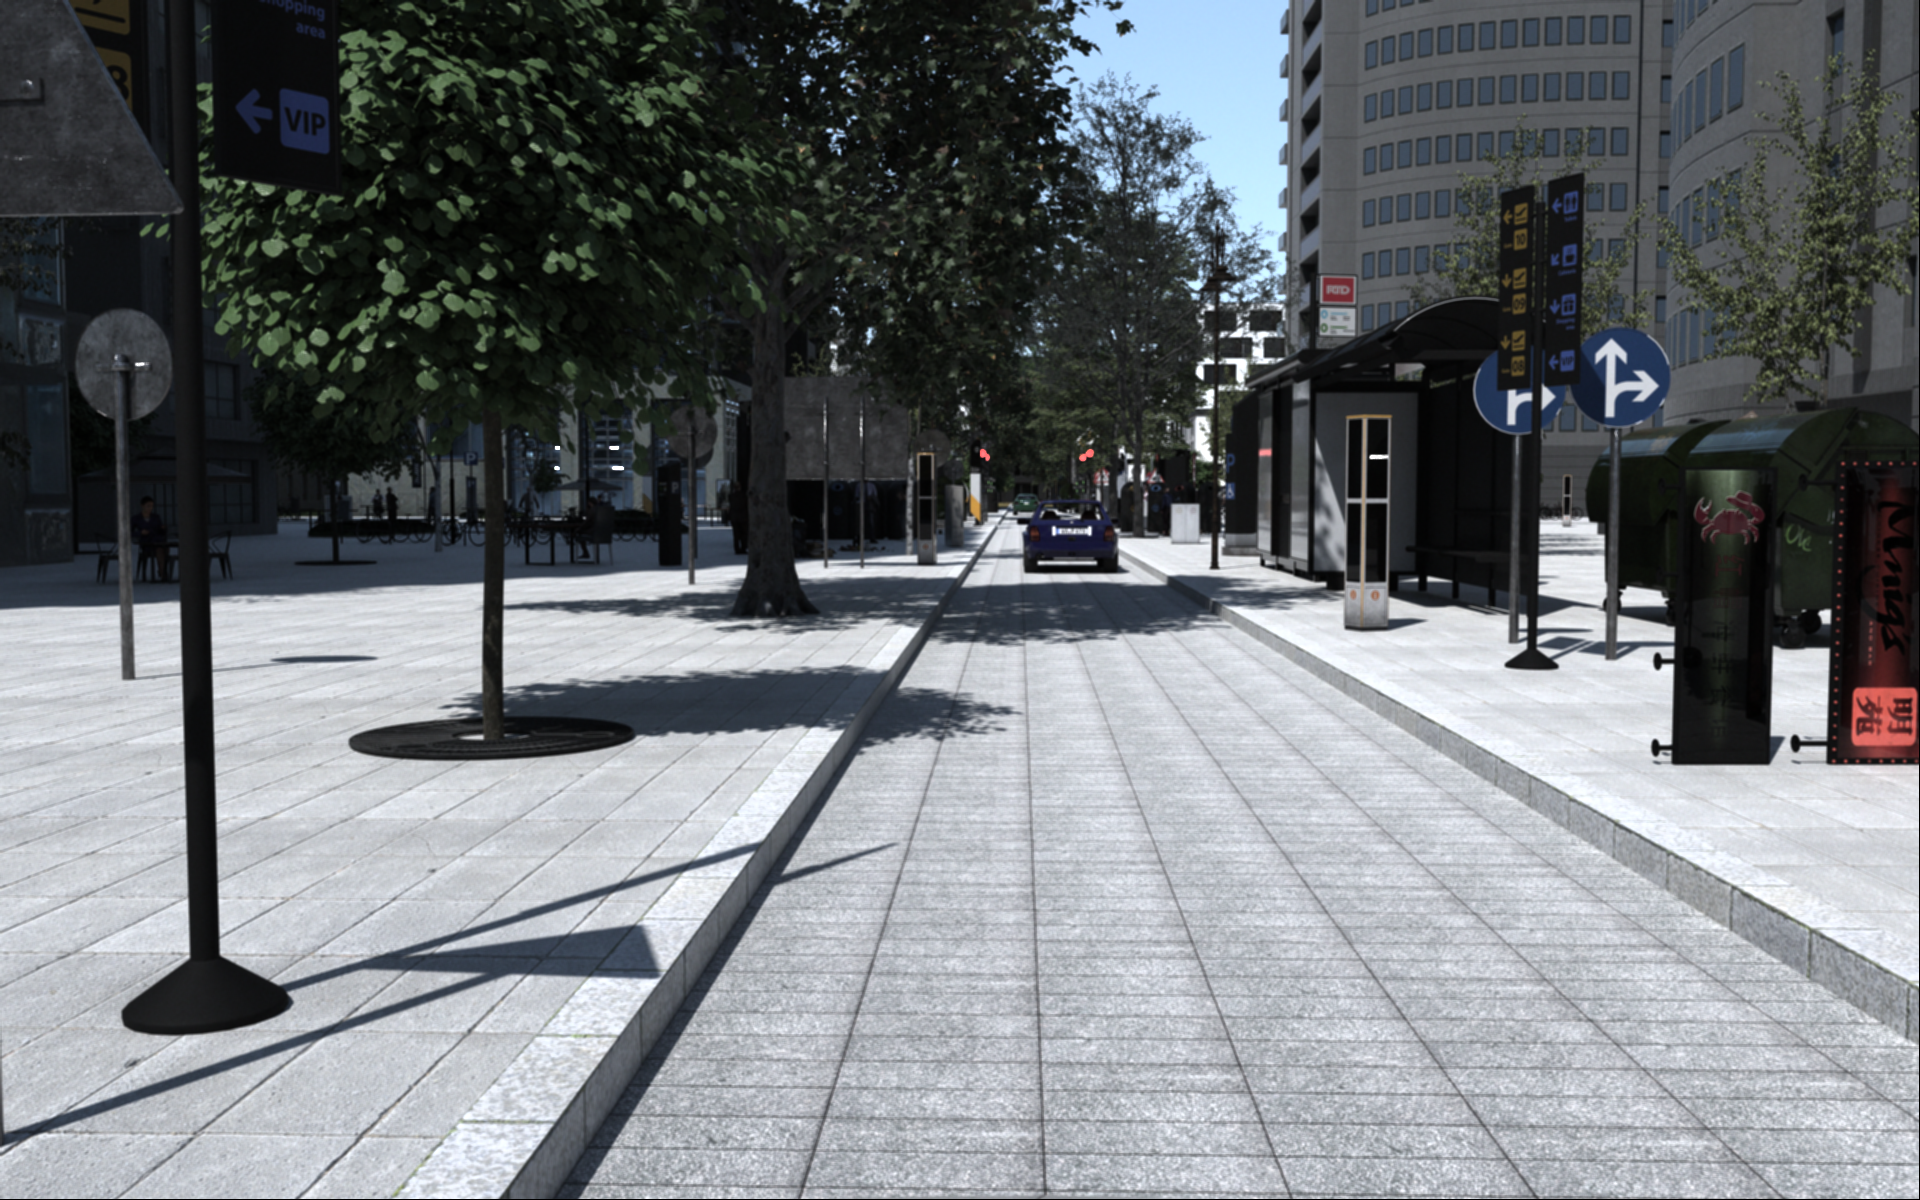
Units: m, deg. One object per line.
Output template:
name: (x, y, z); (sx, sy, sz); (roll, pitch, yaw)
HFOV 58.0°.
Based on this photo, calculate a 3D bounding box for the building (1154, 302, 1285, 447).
building: (38.065, -21.807, 200.526); (27.936, 21.610, 32.646); (0, 4, 2)

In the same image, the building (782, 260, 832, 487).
building: (-18.471, -22.803, 144.532); (14.160, 30.474, 14.107); (0, 4, 2)

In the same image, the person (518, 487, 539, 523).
person: (-19.475, -4.234, 78.272); (0.990, 1.755, 0.434); (1, 4, 11)

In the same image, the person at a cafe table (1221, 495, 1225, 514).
person at a cafe table: (16.905, -6.000, 108.967); (1.726, 1.238, 1.698); (0, 4, -1)

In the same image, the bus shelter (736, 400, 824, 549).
bus shelter: (-4.299, -3.212, 43.794); (1.731, 3.624, 6.357); (0, 4, 2)

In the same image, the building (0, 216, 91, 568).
building: (-26.608, -24.395, 18.463); (23.786, 49.044, 30.456); (0, 4, 2)

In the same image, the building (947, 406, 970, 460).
building: (-0.523, -24.787, 261.689); (11.380, 20.091, 16.016); (0, 4, 2)

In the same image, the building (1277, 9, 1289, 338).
building: (36.678, -31.365, 132.429); (23.786, 49.044, 30.456); (0, 4, 2)

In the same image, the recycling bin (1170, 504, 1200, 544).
recycling bin: (5.808, -1.966, 44.693); (0.722, 1.027, 0.722); (0, 4, 4)

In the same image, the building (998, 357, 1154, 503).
building: (21.702, -25.864, 266.851); (32.646, 21.610, 27.936); (0, 4, 2)

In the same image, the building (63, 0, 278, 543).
building: (-27.933, -22.487, 51.252); (14.086, 41.232, 14.154); (0, 4, 2)

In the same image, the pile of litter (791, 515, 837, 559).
pile of litter: (-3.072, -1.299, 35.211); (1.176, 0.858, 1.719); (1, 4, 13)

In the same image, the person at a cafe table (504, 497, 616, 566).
person at a cafe table: (-6.999, -1.262, 31.492); (1.726, 1.238, 1.698); (3, 4, 38)

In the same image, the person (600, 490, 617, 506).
person: (-16.719, -4.607, 82.085); (0.841, 1.734, 0.376); (1, 4, 14)

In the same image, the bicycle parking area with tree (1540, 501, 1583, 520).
bicycle parking area with tree: (27.333, -6.249, 89.179); (9.016, 4.147, 8.231); (1, 4, 20)

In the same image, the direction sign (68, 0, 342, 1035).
direction sign: (-1.867, -0.745, 4.182); (0.379, 3.537, 0.876); (2, 4, 33)

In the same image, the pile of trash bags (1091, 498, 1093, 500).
pile of trash bags: (10.456, -7.023, 124.571); (1.912, 1.369, 3.447); (-2, 4, -35)

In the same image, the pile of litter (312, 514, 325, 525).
pile of litter: (-26.112, -3.559, 72.157); (1.719, 0.858, 1.176); (-1, 4, -13)

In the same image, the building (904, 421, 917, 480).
building: (-22.325, -25.947, 268.212); (32.646, 21.610, 27.936); (0, 4, 2)

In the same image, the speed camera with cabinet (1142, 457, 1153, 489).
speed camera with cabinet: (9.690, -6.042, 93.126); (0.660, 3.252, 2.038); (-3, 5, -39)

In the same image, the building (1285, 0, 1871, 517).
building: (35.289, -34.399, 104.424); (28.212, 58.520, 21.231); (0, 4, 2)

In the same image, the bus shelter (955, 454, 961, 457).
bus shelter: (0.662, -10.038, 141.759); (2.179, 5.291, 8.768); (0, 4, 2)

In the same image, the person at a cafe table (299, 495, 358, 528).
person at a cafe table: (-21.920, -3.042, 60.592); (1.698, 1.238, 1.726); (-3, 5, -44)

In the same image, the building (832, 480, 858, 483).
building: (-23.502, -16.674, 214.772); (28.070, 9.664, 9.099); (0, 4, 2)

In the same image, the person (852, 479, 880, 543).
person: (-2.426, -2.381, 44.834); (0.709, 1.838, 0.599); (-1, 4, -10)

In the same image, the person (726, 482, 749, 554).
person: (-4.736, -1.748, 36.894); (0.482, 1.546, 0.388); (0, 4, 1)

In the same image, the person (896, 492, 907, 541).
person: (-1.561, -2.267, 47.023); (0.435, 1.345, 0.340); (3, 5, 43)

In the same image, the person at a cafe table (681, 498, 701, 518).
person at a cafe table: (-13.373, -4.529, 84.910); (1.726, 1.238, 1.698); (-2, 4, -34)

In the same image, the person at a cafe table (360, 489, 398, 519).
person at a cafe table: (-27.975, -4.575, 83.313); (1.698, 1.524, 1.622); (-1, 4, -22)

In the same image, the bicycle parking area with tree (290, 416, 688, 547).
bicycle parking area with tree: (-11.844, -3.643, 46.560); (9.016, 4.147, 8.231); (3, 5, 42)

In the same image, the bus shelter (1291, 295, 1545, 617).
bus shelter: (5.329, -1.620, 20.407); (2.014, 3.302, 5.546); (0, 4, 2)

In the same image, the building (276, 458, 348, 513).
building: (-55.902, -16.180, 109.581); (28.899, 21.520, 27.650); (0, 4, 2)

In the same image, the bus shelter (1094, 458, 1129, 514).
bus shelter: (8.564, -6.381, 98.255); (2.014, 3.302, 5.546); (0, 4, 2)

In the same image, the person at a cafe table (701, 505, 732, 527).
person at a cafe table: (-8.757, -3.454, 67.340); (1.726, 1.238, 1.698); (2, 4, 23)

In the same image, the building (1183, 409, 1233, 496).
building: (27.570, -13.936, 170.005); (9.099, 9.664, 28.070); (0, 4, 2)

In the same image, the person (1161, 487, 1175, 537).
person: (6.296, -2.662, 52.268); (0.574, 1.496, 0.600); (-1, 4, -9)

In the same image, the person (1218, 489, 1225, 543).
person: (7.221, -2.388, 45.809); (0.841, 1.734, 0.376); (-1, 4, -14)

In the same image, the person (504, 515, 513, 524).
person: (-20.073, -3.698, 77.256); (0.655, 0.850, 0.859); (2, 4, 27)

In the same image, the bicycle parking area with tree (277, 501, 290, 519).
bicycle parking area with tree: (-38.197, -6.189, 88.190); (9.016, 4.147, 8.231); (1, 4, 17)

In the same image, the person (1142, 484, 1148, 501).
person: (8.741, -4.601, 81.934); (0.621, 1.740, 0.551); (2, 4, 29)

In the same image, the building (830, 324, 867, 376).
building: (-17.832, -20.436, 190.547); (16.016, 20.091, 11.380); (0, 4, 2)

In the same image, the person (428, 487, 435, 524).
person: (-19.079, -3.321, 62.558); (0.429, 1.552, 0.499); (3, 5, 40)

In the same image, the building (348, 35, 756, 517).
building: (-23.555, -48.653, 108.141); (22.319, 86.520, 31.000); (0, 4, 2)

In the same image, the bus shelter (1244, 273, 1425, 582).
bus shelter: (6.092, -3.156, 29.237); (2.179, 5.291, 8.768); (0, 4, 2)

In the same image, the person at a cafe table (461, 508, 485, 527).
person at a cafe table: (-18.646, -3.553, 68.954); (1.726, 1.238, 1.698); (-3, 5, -44)

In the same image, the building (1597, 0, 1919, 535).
building: (29.567, -30.588, 42.109); (21.231, 58.520, 28.212); (0, 4, 2)

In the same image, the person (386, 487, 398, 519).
person: (-21.453, -3.490, 65.382); (0.482, 1.546, 0.388); (3, 5, 39)

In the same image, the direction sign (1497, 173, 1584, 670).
direction sign: (4.228, -1.267, 12.706); (0.379, 3.537, 0.876); (-1, 4, -21)

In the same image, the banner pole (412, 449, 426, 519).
banner pole: (-26.374, -5.785, 84.599); (0.863, 3.779, 0.401); (0, 4, 3)

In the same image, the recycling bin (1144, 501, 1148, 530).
recycling bin: (6.664, -2.993, 61.494); (0.722, 1.027, 0.722); (0, 4, 7)
